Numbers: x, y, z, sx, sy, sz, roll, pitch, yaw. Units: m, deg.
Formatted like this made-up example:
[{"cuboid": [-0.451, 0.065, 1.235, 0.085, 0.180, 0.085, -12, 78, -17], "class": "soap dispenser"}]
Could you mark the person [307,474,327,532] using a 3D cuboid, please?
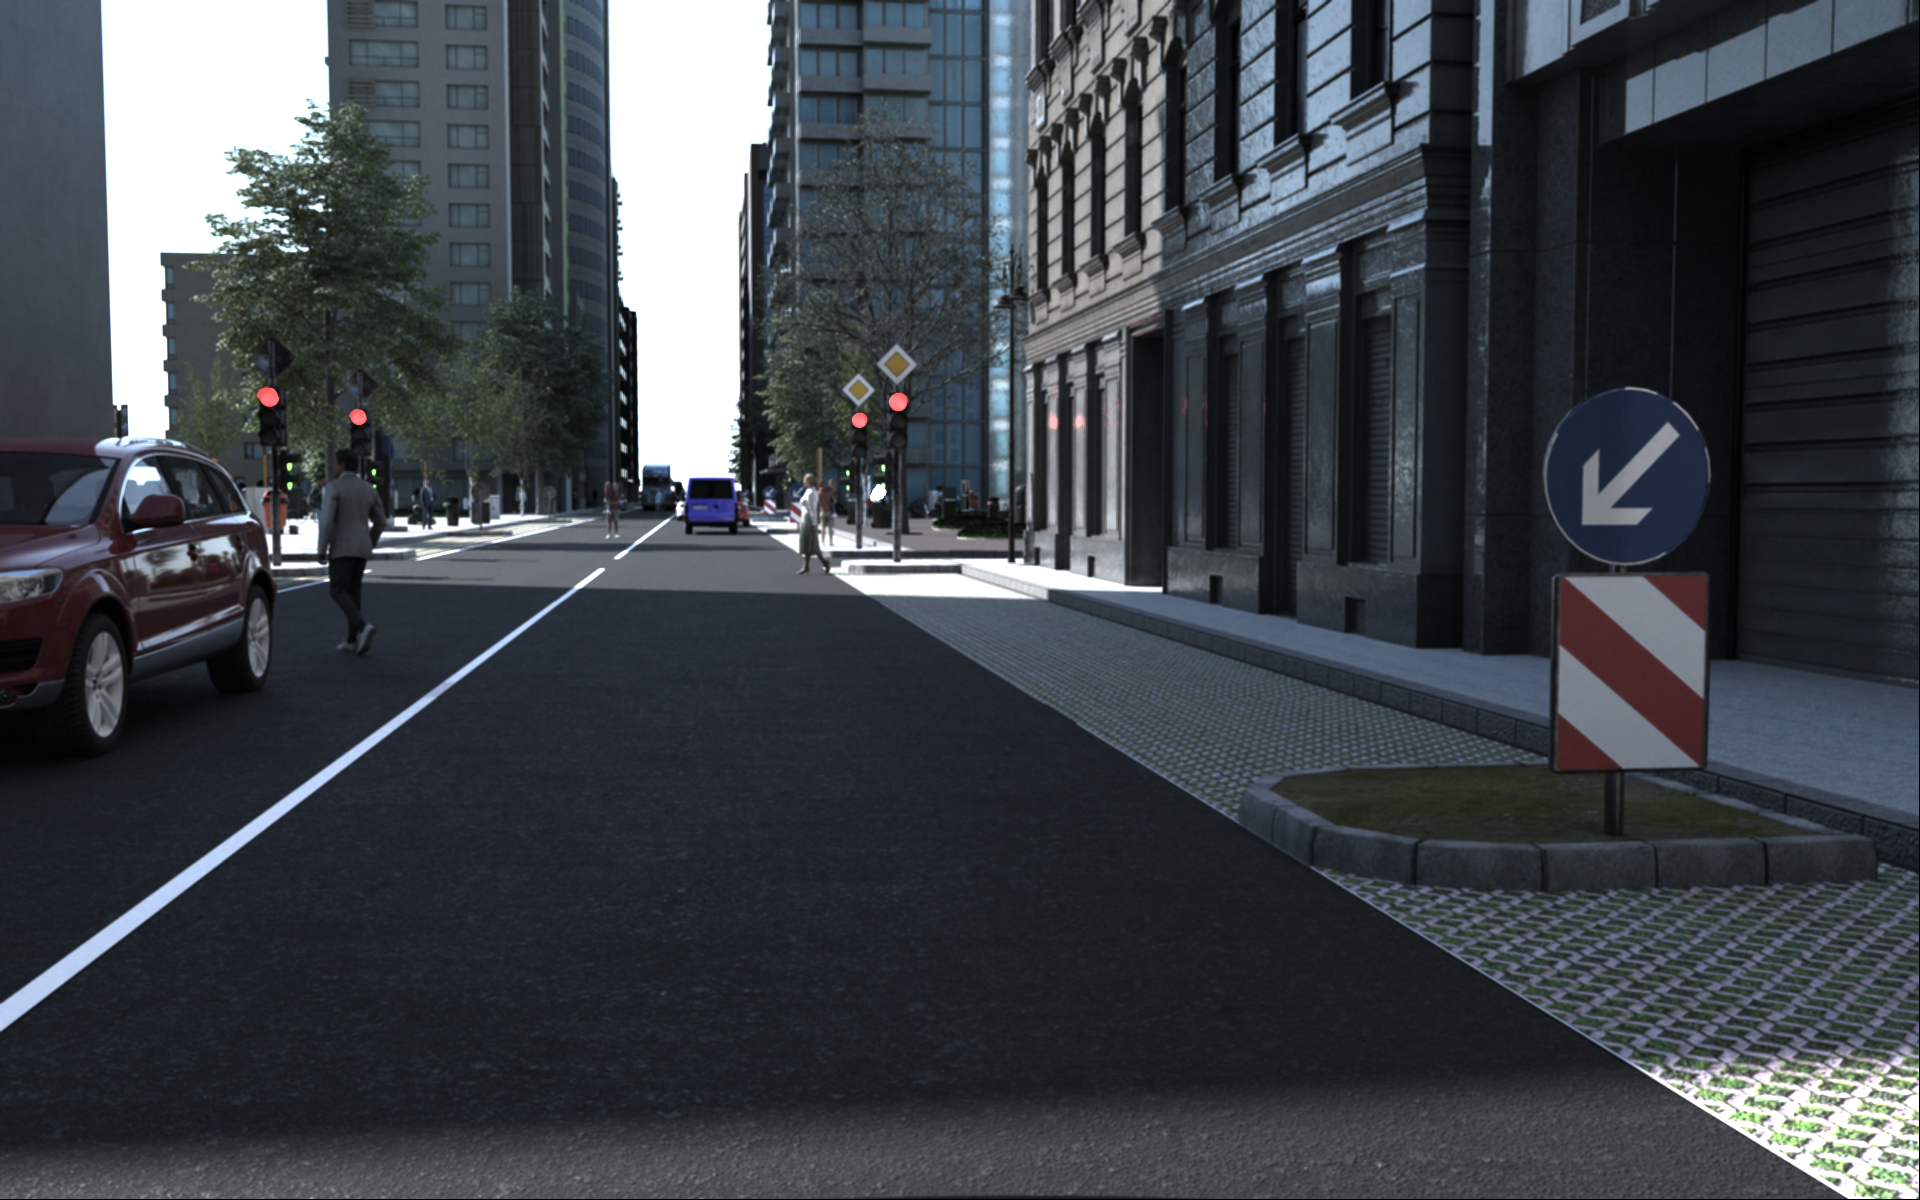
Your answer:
[{"cuboid": [-17.542, -2.551, 47.735, 0.794, 1.824, 0.713, -3, 5, -44], "class": "person"}]

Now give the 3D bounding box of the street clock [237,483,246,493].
[{"cuboid": [-45.216, -6.390, 109.042, 0.471, 2.002, 0.358, -1, 4, -21], "class": "street clock"}]

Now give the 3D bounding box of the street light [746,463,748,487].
[{"cuboid": [-30.753, -16.678, 245.474, 0.468, 5.910, 1.993, -1, 4, -8], "class": "street light"}]

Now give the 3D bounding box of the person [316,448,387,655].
[{"cuboid": [-5.453, -0.446, 15.633, 0.795, 1.843, 0.661, 2, 4, 35], "class": "person"}]

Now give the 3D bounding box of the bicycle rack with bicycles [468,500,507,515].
[{"cuboid": [-29.412, -5.786, 107.981, 2.852, 0.926, 2.925, -1, 4, -20], "class": "bicycle rack with bicycles"}]

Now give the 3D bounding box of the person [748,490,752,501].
[{"cuboid": [-25.055, -12.168, 205.431, 0.683, 1.767, 0.568, -1, 4, -20], "class": "person"}]

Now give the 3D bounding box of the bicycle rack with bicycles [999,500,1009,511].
[{"cuboid": [3.730, -6.153, 113.982, 2.925, 0.926, 2.852, 2, 4, 30], "class": "bicycle rack with bicycles"}]

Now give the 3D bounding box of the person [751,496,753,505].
[{"cuboid": [-25.301, -12.237, 209.302, 0.799, 1.438, 0.628, 0, 4, 3], "class": "person"}]

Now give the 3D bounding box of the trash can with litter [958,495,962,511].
[{"cuboid": [-0.193, -5.060, 93.794, 1.678, 1.210, 2.233, 1, 4, 19], "class": "trash can with litter"}]

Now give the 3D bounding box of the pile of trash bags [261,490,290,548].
[{"cuboid": [-17.551, -1.893, 40.705, 3.447, 1.369, 1.912, -1, 4, -10], "class": "pile of trash bags"}]

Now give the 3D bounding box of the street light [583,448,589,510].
[{"cuboid": [-30.843, -10.401, 142.836, 0.468, 5.910, 1.993, -1, 4, -8], "class": "street light"}]

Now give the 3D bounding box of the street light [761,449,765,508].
[{"cuboid": [-18.460, -11.606, 162.539, 0.468, 5.910, 1.993, -1, 4, -8], "class": "street light"}]

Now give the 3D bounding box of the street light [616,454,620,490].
[{"cuboid": [-38.899, -13.718, 197.070, 0.468, 5.910, 1.993, -1, 4, -8], "class": "street light"}]

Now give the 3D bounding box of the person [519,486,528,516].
[{"cuboid": [-26.061, -5.907, 103.111, 0.515, 1.767, 0.782, 1, 4, 11], "class": "person"}]

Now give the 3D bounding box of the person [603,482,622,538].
[{"cuboid": [-11.263, -2.907, 56.011, 0.573, 1.828, 0.580, 3, 5, 42], "class": "person"}]

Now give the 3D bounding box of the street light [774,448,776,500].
[{"cuboid": [-14.503, -9.957, 135.581, 0.468, 5.910, 1.993, -1, 4, -8], "class": "street light"}]

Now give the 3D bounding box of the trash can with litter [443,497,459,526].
[{"cuboid": [-20.341, -3.539, 69.249, 0.624, 1.170, 1.055, -1, 4, -18], "class": "trash can with litter"}]

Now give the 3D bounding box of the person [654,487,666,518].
[{"cuboid": [-17.865, -5.794, 103.099, 0.748, 1.841, 0.638, -1, 4, -9], "class": "person"}]

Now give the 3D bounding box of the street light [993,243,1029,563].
[{"cuboid": [0.962, -3.633, 32.181, 0.468, 5.910, 1.993, -1, 4, -8], "class": "street light"}]

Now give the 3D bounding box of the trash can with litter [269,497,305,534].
[{"cuboid": [-21.576, -2.685, 55.285, 1.055, 1.170, 0.624, -1, 4, -18], "class": "trash can with litter"}]

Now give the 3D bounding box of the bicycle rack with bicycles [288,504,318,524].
[{"cuboid": [-27.369, -3.744, 74.598, 2.852, 0.926, 2.925, 1, 4, 16], "class": "bicycle rack with bicycles"}]

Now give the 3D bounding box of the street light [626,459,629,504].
[{"cuboid": [-42.947, -15.366, 224.015, 0.468, 5.910, 1.993, -1, 4, -8], "class": "street light"}]

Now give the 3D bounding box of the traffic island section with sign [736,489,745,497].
[{"cuboid": [-17.344, -7.984, 139.170, 1.989, 1.847, 2.006, -1, 4, -8], "class": "traffic island section with sign"}]

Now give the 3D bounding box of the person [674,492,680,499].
[{"cuboid": [-33.317, -11.807, 202.270, 1.217, 1.736, 0.721, 1, 4, 11], "class": "person"}]

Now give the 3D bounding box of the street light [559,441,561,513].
[{"cuboid": [-26.735, -8.734, 115.592, 0.468, 5.910, 1.993, -1, 4, -8], "class": "street light"}]

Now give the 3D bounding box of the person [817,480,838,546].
[{"cuboid": [-3.599, -2.376, 47.319, 0.580, 1.828, 0.573, -3, 4, -37], "class": "person"}]

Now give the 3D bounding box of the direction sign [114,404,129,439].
[{"cuboid": [-21.180, -3.164, 43.722, 0.876, 3.537, 0.379, 3, 4, 37], "class": "direction sign"}]

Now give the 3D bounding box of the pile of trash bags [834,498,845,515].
[{"cuboid": [-7.374, -5.791, 104.443, 3.447, 1.369, 1.912, -1, 4, -18], "class": "pile of trash bags"}]

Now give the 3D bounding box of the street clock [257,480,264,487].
[{"cuboid": [-36.647, -5.286, 91.002, 0.471, 2.002, 0.358, 0, 4, -5], "class": "street clock"}]

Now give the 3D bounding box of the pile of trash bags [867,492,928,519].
[{"cuboid": [-3.335, -4.971, 91.027, 3.447, 1.369, 1.912, 0, 4, 7], "class": "pile of trash bags"}]

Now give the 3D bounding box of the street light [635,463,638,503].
[{"cuboid": [-46.839, -17.022, 251.098, 0.468, 5.910, 1.993, -1, 4, -8], "class": "street light"}]

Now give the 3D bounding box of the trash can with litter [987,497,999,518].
[{"cuboid": [1.349, -4.049, 77.596, 0.624, 1.170, 1.055, -2, 4, -23], "class": "trash can with litter"}]

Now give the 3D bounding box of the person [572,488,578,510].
[{"cuboid": [-30.126, -7.887, 135.711, 0.721, 1.736, 1.217, -2, 4, -30], "class": "person"}]

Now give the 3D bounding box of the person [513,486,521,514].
[{"cuboid": [-28.365, -6.418, 111.163, 0.728, 1.800, 0.709, -2, 4, -30], "class": "person"}]

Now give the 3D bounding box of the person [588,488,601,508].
[{"cuboid": [-32.992, -9.200, 156.478, 1.348, 1.822, 0.705, -3, 4, -37], "class": "person"}]

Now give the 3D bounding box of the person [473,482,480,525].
[{"cuboid": [-20.102, -4.039, 72.264, 0.419, 1.800, 0.721, 0, 4, 0], "class": "person"}]

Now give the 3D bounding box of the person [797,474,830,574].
[{"cuboid": [-2.626, -1.367, 31.073, 0.641, 1.798, 0.478, 1, 4, 18], "class": "person"}]

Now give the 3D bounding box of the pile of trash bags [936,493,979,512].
[{"cuboid": [-0.088, -5.818, 104.876, 1.912, 1.369, 3.447, -3, 5, -42], "class": "pile of trash bags"}]

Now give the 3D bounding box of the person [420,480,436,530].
[{"cuboid": [-19.218, -3.446, 62.561, 0.419, 1.800, 0.721, 3, 5, 40], "class": "person"}]

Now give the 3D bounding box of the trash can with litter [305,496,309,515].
[{"cuboid": [-39.189, -5.600, 102.951, 1.055, 1.170, 0.624, -3, 5, -40], "class": "trash can with litter"}]

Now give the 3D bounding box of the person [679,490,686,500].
[{"cuboid": [-23.828, -8.633, 149.655, 0.705, 1.823, 1.348, 2, 4, 26], "class": "person"}]
